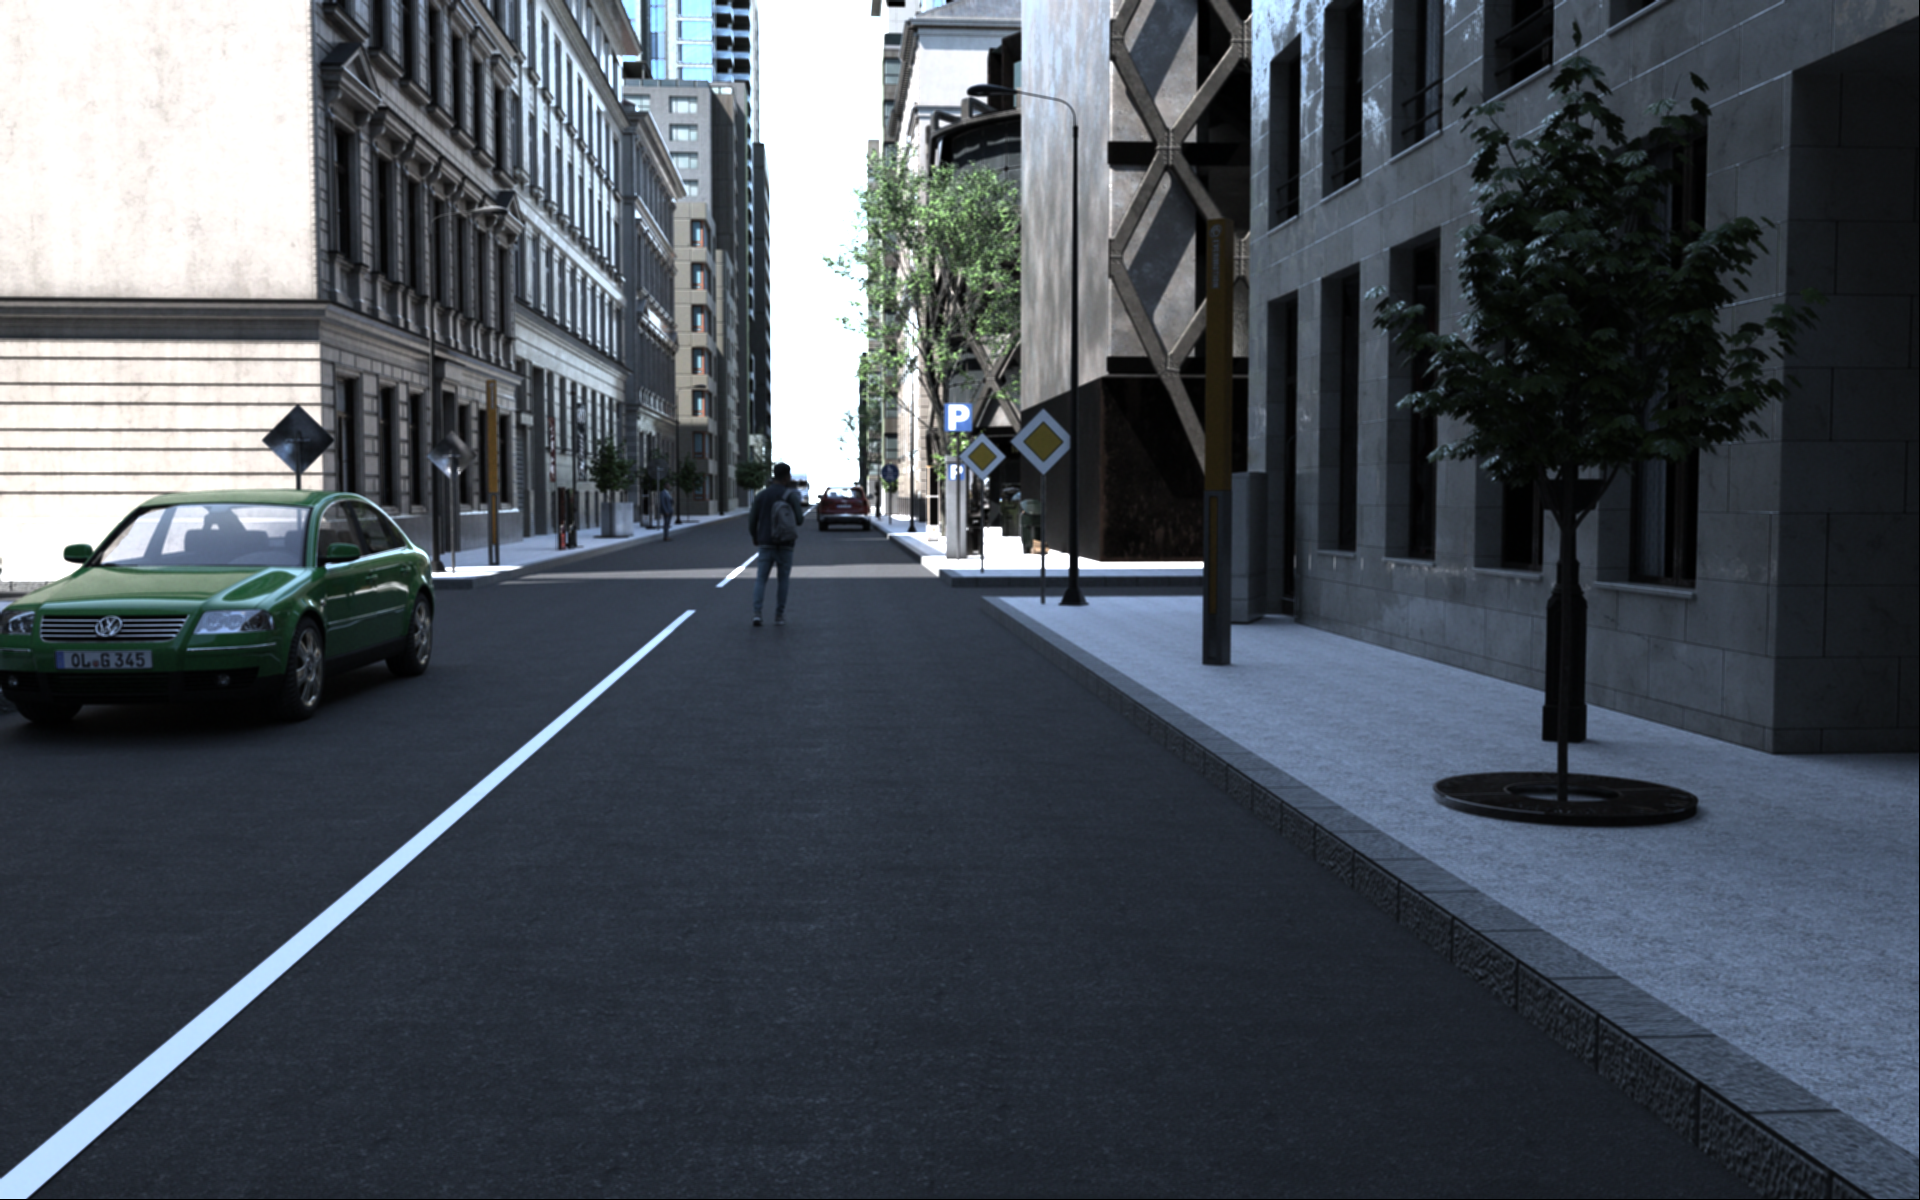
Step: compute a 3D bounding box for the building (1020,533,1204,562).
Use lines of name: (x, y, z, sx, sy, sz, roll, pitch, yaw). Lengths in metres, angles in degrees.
building: (10.569, -10.410, 37.657, 16.811, 18.784, 16.820, 0, 4, -4)

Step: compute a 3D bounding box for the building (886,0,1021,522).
building: (2.821, -17.936, 90.521, 12.463, 27.353, 25.104, 0, 4, -4)

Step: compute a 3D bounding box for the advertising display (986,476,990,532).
advertising display: (0.531, -3.213, 57.743, 0.974, 1.923, 0.123, -1, 4, -16)

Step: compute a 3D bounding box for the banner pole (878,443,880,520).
banner pole: (-3.966, -5.795, 84.768, 0.401, 3.779, 0.863, 0, 4, -6)

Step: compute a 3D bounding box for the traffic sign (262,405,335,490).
traffic sign: (-7.456, -0.973, 19.552, 0.795, 2.450, 0.064, 0, 4, -4)

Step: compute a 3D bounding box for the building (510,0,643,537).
building: (-20.814, -13.929, 61.027, 16.112, 22.955, 30.059, 0, 4, -4)

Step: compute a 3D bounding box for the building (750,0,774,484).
building: (-36.596, -49.492, 247.445, 20.563, 71.187, 20.611, 0, 4, -4)

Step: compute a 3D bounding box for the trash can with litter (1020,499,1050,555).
trash can with litter: (1.669, -1.558, 36.855, 0.624, 1.170, 1.055, -1, 4, -16)

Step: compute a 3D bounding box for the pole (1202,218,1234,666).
pole: (1.933, -1.169, 12.951, 0.158, 3.312, 0.155, 0, 3, 0)

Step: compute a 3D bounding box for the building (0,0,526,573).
building: (-15.789, -10.528, 36.754, 10.561, 19.102, 19.286, 0, 4, -4)

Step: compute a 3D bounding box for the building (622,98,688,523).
building: (-20.252, -15.324, 86.711, 11.583, 22.565, 21.152, 0, 4, -4)

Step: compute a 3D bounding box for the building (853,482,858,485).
building: (0.643, -34.211, 251.230, 32.217, 40.220, 23.993, 0, 4, -4)

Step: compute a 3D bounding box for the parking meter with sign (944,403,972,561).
parking meter with sign: (-0.054, -2.317, 34.138, 0.543, 3.016, 1.738, 0, 4, -1)

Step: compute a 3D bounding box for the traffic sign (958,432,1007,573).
traffic sign: (0.360, -1.498, 28.132, 0.795, 2.450, 0.064, 0, 4, -4)

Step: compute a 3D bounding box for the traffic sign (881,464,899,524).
traffic sign: (-2.945, -4.463, 73.073, 0.768, 2.556, 0.104, 0, 4, 4)

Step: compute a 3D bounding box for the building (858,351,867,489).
building: (0.847, -23.260, 225.344, 27.650, 21.520, 28.899, 0, 4, -4)

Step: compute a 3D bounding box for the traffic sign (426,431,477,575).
traffic sign: (-8.062, -1.460, 27.514, 0.795, 2.450, 0.064, 0, 4, -4)

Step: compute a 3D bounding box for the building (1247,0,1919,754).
building: (8.995, -9.537, 10.678, 10.420, 20.320, 16.860, 0, 4, -4)

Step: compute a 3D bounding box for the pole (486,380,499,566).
pole: (-8.389, -2.277, 31.077, 0.158, 3.312, 0.155, 0, 3, 0)

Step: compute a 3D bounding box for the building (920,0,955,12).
building: (5.745, -50.258, 134.389, 22.319, 86.520, 31.000, 0, 4, -4)

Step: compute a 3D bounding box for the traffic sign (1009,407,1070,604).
traffic sign: (0.965, -1.011, 20.170, 0.795, 2.450, 0.064, 0, 4, -4)

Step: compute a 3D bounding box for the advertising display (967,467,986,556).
advertising display: (0.279, -1.886, 36.047, 0.123, 1.923, 0.974, 1, 4, 19)

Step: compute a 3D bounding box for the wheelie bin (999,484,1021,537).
wheelie bin: (1.607, -2.697, 52.002, 0.980, 1.594, 0.693, 1, 4, 21)

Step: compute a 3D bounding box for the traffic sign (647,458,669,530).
traffic sign: (-10.754, -3.765, 61.667, 0.768, 2.556, 0.104, 0, 4, -1)

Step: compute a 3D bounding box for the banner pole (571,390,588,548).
banner pole: (-9.205, -3.169, 41.828, 0.401, 3.779, 0.863, 1, 4, 16)

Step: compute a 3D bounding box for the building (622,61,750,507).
building: (-27.676, -29.542, 166.609, 14.154, 41.232, 14.086, 0, 4, -4)

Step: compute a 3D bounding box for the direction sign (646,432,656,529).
direction sign: (-11.302, -4.357, 63.240, 0.379, 3.537, 0.876, -1, 4, -12)

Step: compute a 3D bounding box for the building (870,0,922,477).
building: (6.208, -35.198, 164.732, 28.713, 52.752, 27.495, 0, 4, -4)

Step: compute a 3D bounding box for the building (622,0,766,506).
building: (-33.597, -54.232, 199.372, 22.319, 86.520, 31.000, 0, 4, -4)

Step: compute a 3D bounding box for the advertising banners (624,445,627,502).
advertising banners: (-10.651, -3.609, 55.193, 0.090, 3.025, 2.074, -1, 4, -10)

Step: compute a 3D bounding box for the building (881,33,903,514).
building: (1.838, -20.879, 113.079, 14.160, 30.474, 14.107, 0, 4, -4)

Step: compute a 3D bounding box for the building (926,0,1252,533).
building: (6.975, -12.382, 69.890, 16.820, 18.784, 16.811, 0, 4, -4)

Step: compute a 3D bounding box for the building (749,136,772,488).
building: (-35.752, -36.880, 226.694, 21.300, 48.544, 21.600, 0, 4, -4)

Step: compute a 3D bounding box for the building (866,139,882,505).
building: (-3.911, -31.744, 202.616, 14.154, 41.232, 14.086, 0, 4, -4)

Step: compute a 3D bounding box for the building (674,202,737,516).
building: (-29.888, -16.587, 116.243, 27.650, 21.520, 28.899, 0, 4, -4)
